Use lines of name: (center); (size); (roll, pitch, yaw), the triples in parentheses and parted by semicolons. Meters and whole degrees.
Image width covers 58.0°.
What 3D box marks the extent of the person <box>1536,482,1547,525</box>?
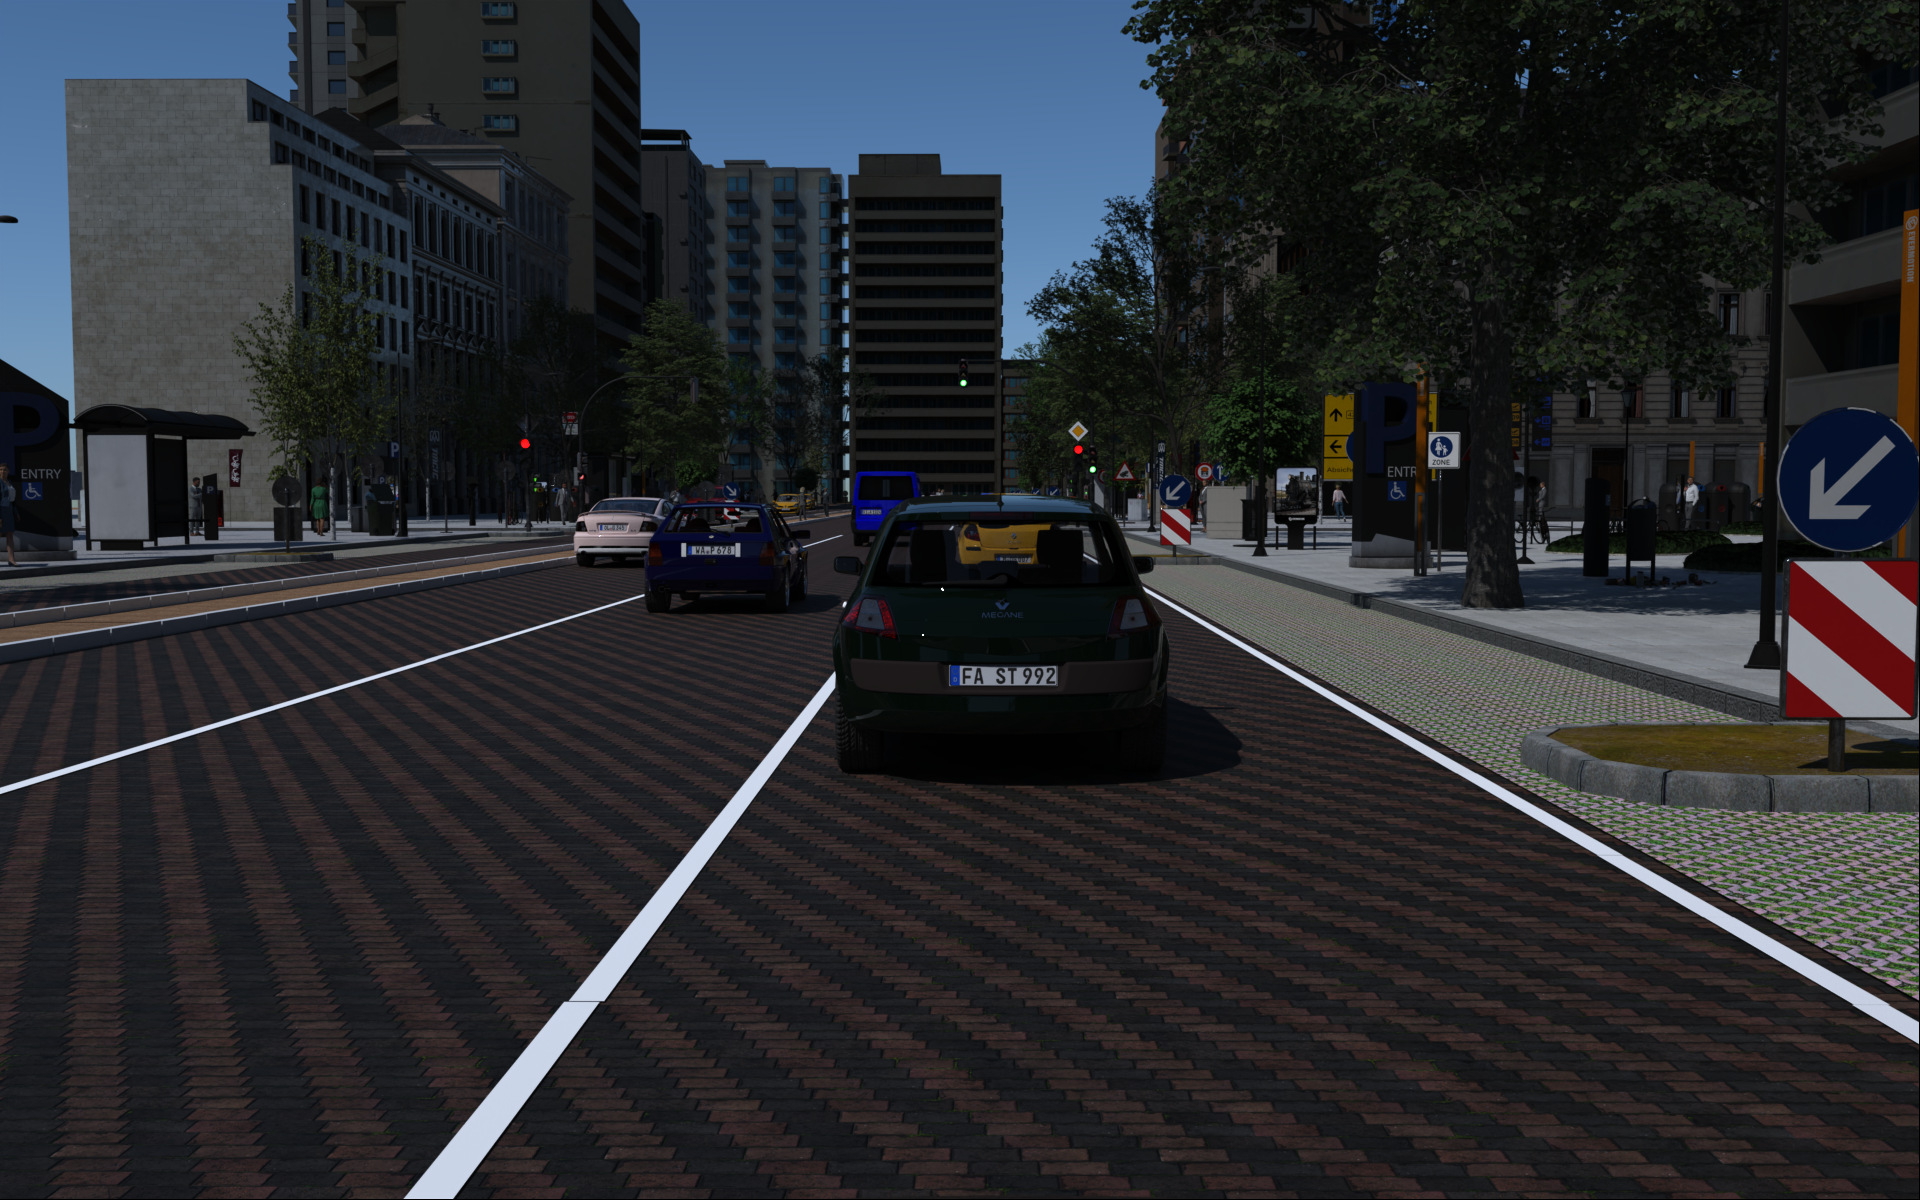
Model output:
person: (24.224, -4.040, 72.372); (0.573, 1.790, 0.520); (0, 4, -7)

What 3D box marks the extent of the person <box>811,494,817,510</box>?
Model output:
person: (-13.308, -8.753, 154.870); (1.065, 1.426, 0.557); (1, 4, 9)

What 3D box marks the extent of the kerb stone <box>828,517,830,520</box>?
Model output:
kerb stone: (-7.343, -4.414, 94.489); (0.120, 0.150, 1.000); (0, 4, 1)

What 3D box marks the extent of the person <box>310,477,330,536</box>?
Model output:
person: (-19.567, -2.853, 52.938); (0.600, 1.795, 0.529); (-1, 4, -15)

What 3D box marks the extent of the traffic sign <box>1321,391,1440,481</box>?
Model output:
traffic sign: (8.343, -2.482, 34.460); (2.265, 3.308, 0.079); (1, 4, 8)

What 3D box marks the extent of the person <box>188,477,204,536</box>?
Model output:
person: (-23.346, -2.862, 53.024); (0.466, 1.800, 0.511); (0, 4, 6)

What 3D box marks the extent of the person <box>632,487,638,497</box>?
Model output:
person: (-24.868, -7.723, 132.278); (0.622, 1.834, 0.822); (1, 4, 23)

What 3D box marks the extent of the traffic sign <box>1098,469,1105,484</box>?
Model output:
traffic sign: (7.370, -5.372, 87.934); (0.768, 2.556, 0.104); (0, 4, 8)

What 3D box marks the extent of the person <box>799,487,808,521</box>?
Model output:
person: (-8.096, -4.968, 89.904); (0.526, 1.800, 0.537); (0, 4, -8)

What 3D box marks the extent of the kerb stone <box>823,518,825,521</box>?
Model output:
kerb stone: (-7.375, -4.233, 91.406); (0.120, 0.150, 1.000); (0, 4, 1)

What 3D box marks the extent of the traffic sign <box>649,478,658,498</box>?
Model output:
traffic sign: (-19.643, -6.665, 111.103); (0.606, 2.300, 0.079); (1, 4, 8)

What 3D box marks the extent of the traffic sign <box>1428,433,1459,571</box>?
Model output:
traffic sign: (7.948, -1.623, 28.669); (0.606, 2.300, 0.079); (0, 4, 7)

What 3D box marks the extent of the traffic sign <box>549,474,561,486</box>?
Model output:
traffic sign: (-20.178, -5.150, 86.334); (0.606, 2.300, 0.079); (0, 4, 8)

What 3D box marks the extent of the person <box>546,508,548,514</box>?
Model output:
person: (-26.694, -6.416, 111.126); (0.590, 1.801, 0.661); (-1, 4, -13)

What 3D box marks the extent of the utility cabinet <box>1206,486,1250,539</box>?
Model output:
utility cabinet: (7.600, -2.472, 49.095); (1.173, 1.500, 0.318); (2, 4, 28)

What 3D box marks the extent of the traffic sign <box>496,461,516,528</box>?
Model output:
traffic sign: (-17.234, -4.014, 65.740); (0.768, 2.556, 0.104); (0, 4, 8)

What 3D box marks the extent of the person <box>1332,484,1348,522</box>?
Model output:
person: (17.577, -4.467, 79.757); (0.731, 1.740, 0.598); (-2, 4, -24)

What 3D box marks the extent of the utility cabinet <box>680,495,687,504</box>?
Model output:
utility cabinet: (-19.170, -6.606, 119.175); (0.306, 1.237, 1.020); (2, 4, 26)

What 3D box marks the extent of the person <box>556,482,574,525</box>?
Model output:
person: (-16.362, -3.995, 71.634); (0.678, 1.792, 0.850); (-2, 4, -27)

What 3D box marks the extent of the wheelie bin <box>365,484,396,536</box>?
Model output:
wheelie bin: (-17.828, -2.770, 53.193); (0.693, 1.594, 0.980); (3, 5, 39)

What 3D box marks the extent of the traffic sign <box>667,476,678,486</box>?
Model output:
traffic sign: (-18.878, -6.951, 113.752); (0.768, 2.556, 0.104); (0, 4, 3)

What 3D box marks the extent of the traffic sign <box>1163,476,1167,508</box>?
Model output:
traffic sign: (11.343, -5.783, 96.689); (0.606, 2.300, 0.079); (0, 4, 8)

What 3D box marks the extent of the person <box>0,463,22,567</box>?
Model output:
person: (-16.747, -1.482, 30.300); (0.654, 1.822, 0.581); (1, 4, 23)

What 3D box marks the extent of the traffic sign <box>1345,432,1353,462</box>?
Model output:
traffic sign: (7.654, -1.995, 32.719); (0.768, 2.556, 0.104); (0, 4, 6)

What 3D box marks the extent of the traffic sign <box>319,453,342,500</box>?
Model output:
traffic sign: (-19.419, -3.262, 53.447); (0.768, 2.556, 0.104); (1, 4, 10)

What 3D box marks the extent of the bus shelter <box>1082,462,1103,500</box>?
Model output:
bus shelter: (8.428, -7.498, 113.878); (1.731, 3.624, 6.357); (0, 4, 1)

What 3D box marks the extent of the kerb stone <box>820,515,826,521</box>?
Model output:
kerb stone: (-7.370, -4.296, 92.436); (0.120, 0.150, 1.000); (0, 4, 1)

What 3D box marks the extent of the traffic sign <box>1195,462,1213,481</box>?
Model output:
traffic sign: (9.798, -4.239, 69.414); (0.768, 2.556, 0.104); (0, 4, 7)

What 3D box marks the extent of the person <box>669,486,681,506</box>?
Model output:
person: (-14.447, -4.842, 87.760); (0.850, 1.850, 0.679); (3, 5, 45)

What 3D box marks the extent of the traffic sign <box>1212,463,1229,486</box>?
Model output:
traffic sign: (10.428, -4.220, 69.101); (0.768, 2.556, 0.104); (0, 4, 5)

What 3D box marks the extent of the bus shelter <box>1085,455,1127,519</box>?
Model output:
bus shelter: (7.762, -5.955, 91.283); (2.014, 3.302, 5.546); (0, 4, 1)

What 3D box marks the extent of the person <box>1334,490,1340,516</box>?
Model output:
person: (21.395, -5.618, 98.120); (0.478, 1.798, 0.641); (1, 4, 8)

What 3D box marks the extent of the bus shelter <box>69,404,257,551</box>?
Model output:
bus shelter: (-19.052, -2.921, 41.690); (2.014, 3.302, 5.546); (0, 4, 1)

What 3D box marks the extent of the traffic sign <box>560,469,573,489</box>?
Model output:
traffic sign: (-19.810, -5.324, 87.153); (0.768, 2.556, 0.104); (0, 4, 8)

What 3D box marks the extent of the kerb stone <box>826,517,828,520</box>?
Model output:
kerb stone: (-7.352, -4.359, 93.461); (0.120, 0.150, 1.000); (0, 4, 1)

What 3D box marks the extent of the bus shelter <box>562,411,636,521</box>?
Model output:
bus shelter: (-18.191, -6.680, 86.843); (2.179, 5.291, 8.768); (0, 4, 1)

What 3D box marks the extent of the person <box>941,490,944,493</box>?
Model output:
person: (-1.421, -8.035, 140.056); (0.728, 1.800, 0.709); (0, 4, 6)

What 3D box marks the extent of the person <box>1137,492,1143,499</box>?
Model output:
person: (22.887, -12.886, 220.116); (0.756, 1.711, 0.436); (1, 4, 18)

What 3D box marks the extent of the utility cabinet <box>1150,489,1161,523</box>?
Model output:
utility cabinet: (8.521, -4.084, 75.450); (0.318, 1.500, 1.173); (0, 4, -2)

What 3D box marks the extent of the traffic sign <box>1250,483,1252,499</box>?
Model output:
traffic sign: (9.457, -3.438, 56.322); (0.768, 2.556, 0.104); (0, 4, 8)

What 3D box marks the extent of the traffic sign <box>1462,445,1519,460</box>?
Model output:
traffic sign: (8.364, -1.673, 27.353); (0.884, 2.594, 0.081); (0, 4, 6)

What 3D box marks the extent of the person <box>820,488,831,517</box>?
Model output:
person: (-7.949, -5.719, 102.179); (0.661, 1.801, 0.590); (2, 4, 34)

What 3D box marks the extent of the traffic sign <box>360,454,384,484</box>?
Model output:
traffic sign: (-18.717, -3.367, 55.151); (0.768, 2.556, 0.104); (0, 4, 1)

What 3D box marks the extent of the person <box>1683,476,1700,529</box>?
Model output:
person: (22.570, -2.898, 53.524); (0.850, 1.850, 0.679); (-1, 4, -15)

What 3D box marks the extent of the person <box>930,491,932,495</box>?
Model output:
person: (-3.244, -11.076, 190.037); (0.683, 1.767, 0.568); (0, 4, -8)

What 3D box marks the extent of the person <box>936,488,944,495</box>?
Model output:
person: (-1.399, -6.917, 121.433); (0.661, 1.843, 0.795); (1, 4, 15)

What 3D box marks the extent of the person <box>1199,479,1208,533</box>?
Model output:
person: (8.122, -3.146, 57.762); (0.520, 1.790, 0.573); (3, 4, 39)

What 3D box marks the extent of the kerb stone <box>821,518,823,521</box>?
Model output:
kerb stone: (-7.378, -4.170, 90.380); (0.120, 0.150, 1.000); (0, 4, 1)

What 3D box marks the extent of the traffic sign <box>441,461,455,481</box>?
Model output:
traffic sign: (-19.789, -4.069, 66.638); (0.768, 2.556, 0.104); (0, 4, 6)

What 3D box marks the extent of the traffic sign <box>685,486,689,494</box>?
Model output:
traffic sign: (-20.757, -7.973, 132.489); (0.606, 2.300, 0.079); (0, 4, 7)

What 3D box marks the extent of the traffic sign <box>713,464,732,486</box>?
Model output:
traffic sign: (-16.764, -7.642, 118.827); (2.265, 3.308, 0.079); (0, 4, 1)

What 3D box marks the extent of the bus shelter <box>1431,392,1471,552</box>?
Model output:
bus shelter: (10.692, -3.068, 41.445); (1.731, 3.624, 6.357); (0, 4, 1)

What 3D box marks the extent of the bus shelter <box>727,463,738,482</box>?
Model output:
bus shelter: (-18.673, -8.848, 135.944); (1.731, 3.624, 6.357); (0, 4, 0)

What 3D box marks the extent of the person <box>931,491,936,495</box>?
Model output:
person: (-2.634, -9.868, 170.285); (0.683, 1.767, 0.568); (1, 4, 18)

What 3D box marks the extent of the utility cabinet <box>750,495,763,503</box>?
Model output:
utility cabinet: (-16.715, -8.031, 142.471); (1.020, 1.237, 0.306); (0, 4, 3)

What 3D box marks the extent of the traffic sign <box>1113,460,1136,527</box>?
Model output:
traffic sign: (6.336, -4.080, 66.711); (0.884, 2.594, 0.081); (0, 4, 1)

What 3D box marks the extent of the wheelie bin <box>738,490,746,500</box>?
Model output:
wheelie bin: (-17.810, -8.145, 141.073); (0.980, 1.594, 0.693); (0, 4, 0)
